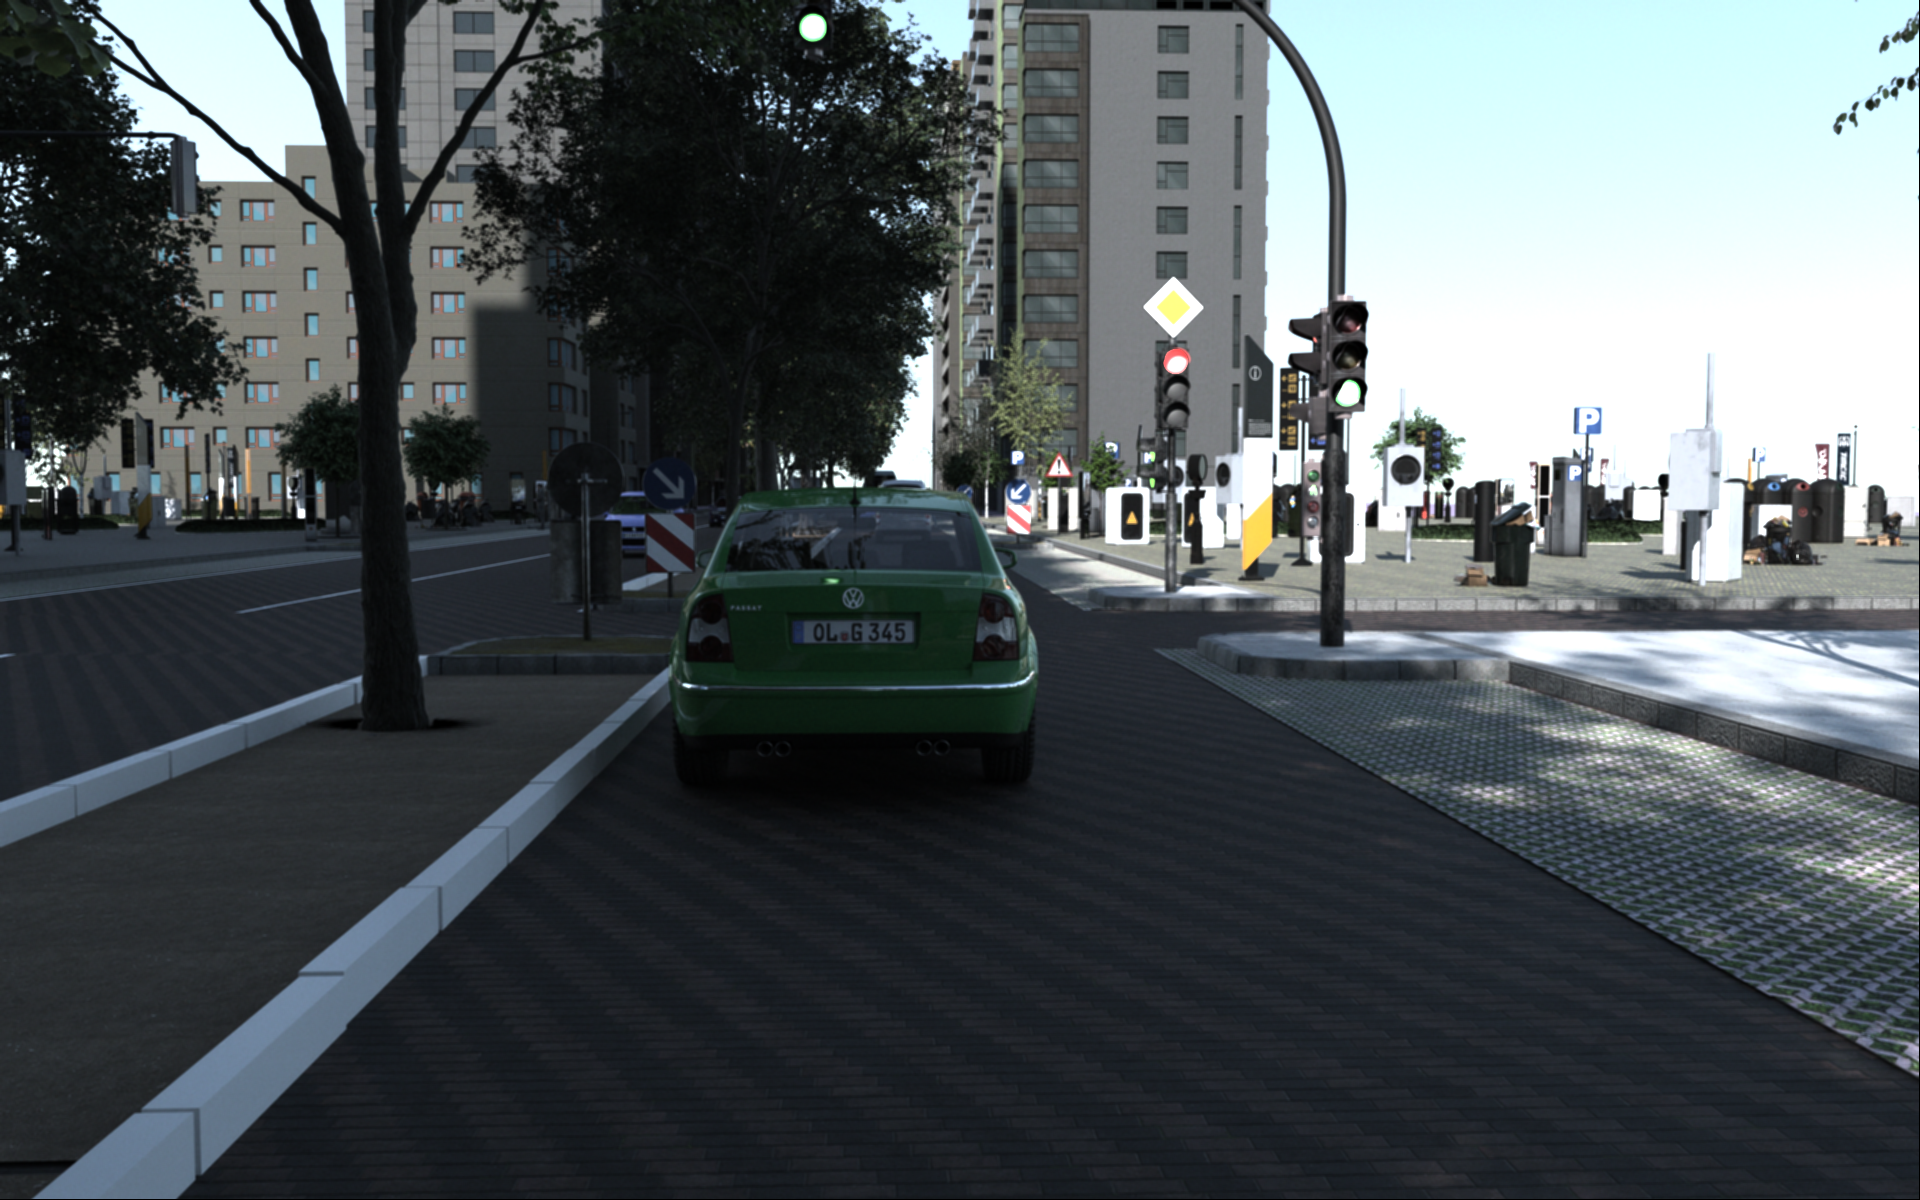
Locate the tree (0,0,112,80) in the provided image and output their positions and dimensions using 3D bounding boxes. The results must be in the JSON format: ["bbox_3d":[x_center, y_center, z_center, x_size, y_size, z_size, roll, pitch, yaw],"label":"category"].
[{"bbox_3d":[-2.716,-4.952,1.545,7.486,12.596,7.792,0,3,0],"label":"tree"}]

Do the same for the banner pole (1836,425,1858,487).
[{"bbox_3d":[32.107,-4.442,62.645,0.863,3.779,0.401,0,4,5],"label":"banner pole"}]

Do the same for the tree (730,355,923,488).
[{"bbox_3d":[-6.939,-10.348,82.010,12.009,13.543,11.850,0,3,0],"label":"tree"}]

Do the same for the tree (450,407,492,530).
[{"bbox_3d":[-18.309,-4.764,61.606,4.285,4.588,4.351,0,3,0],"label":"tree"}]

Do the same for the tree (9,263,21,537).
[{"bbox_3d":[-28.090,-6.200,51.735,4.737,8.622,4.395,0,3,0],"label":"tree"}]

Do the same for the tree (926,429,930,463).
[{"bbox_3d":[-1.613,-14.147,181.668,4.360,8.622,3.978,0,3,0],"label":"tree"}]

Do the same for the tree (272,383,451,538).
[{"bbox_3d":[-18.201,-4.098,50.716,4.285,4.588,4.351,0,3,0],"label":"tree"}]

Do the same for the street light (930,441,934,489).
[{"bbox_3d":[-1.932,-10.911,150.943,1.470,5.913,1.316,0,4,-3],"label":"street light"}]

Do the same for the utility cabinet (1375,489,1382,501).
[{"bbox_3d":[18.140,-3.939,73.085,1.173,1.500,0.318,3,5,39],"label":"utility cabinet"}]

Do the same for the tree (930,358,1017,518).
[{"bbox_3d":[1.200,-8.725,93.012,4.360,8.622,3.978,0,3,0],"label":"tree"}]

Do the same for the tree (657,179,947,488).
[{"bbox_3d":[-5.272,-8.544,59.158,9.611,12.733,9.660,0,3,0],"label":"tree"}]

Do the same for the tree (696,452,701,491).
[{"bbox_3d":[-24.754,-13.596,172.656,4.737,8.622,4.395,0,3,0],"label":"tree"}]

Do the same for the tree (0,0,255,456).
[{"bbox_3d":[-16.936,-6.845,28.932,9.611,12.733,9.660,0,3,0],"label":"tree"}]

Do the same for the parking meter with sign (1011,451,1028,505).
[{"bbox_3d":[2.426,-4.479,69.487,0.543,3.016,1.738,0,4,-6],"label":"parking meter with sign"}]

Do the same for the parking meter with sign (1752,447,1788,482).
[{"bbox_3d":[30.065,-4.132,63.812,0.543,3.016,1.738,-1,4,-22],"label":"parking meter with sign"}]

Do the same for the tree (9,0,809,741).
[{"bbox_3d":[-3.567,-5.023,10.333,9.928,11.665,9.643,0,3,0],"label":"tree"}]

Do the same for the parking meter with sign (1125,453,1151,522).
[{"bbox_3d":[6.720,-4.326,66.993,1.738,3.016,0.543,-3,4,-38],"label":"parking meter with sign"}]

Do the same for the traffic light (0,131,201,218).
[{"bbox_3d":[-12.071,-2.885,21.834,4.771,5.953,1.251,0,4,-3],"label":"traffic light"}]

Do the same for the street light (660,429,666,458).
[{"bbox_3d":[-20.374,-9.083,121.050,1.470,5.913,1.316,0,4,-3],"label":"street light"}]

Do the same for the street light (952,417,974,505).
[{"bbox_3d":[0.272,-8.105,105.053,1.470,5.913,1.316,0,4,-3],"label":"street light"}]

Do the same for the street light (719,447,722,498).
[{"bbox_3d":[-22.592,-11.885,166.853,1.470,5.913,1.316,0,4,-3],"label":"street light"}]

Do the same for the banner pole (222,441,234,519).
[{"bbox_3d":[-34.748,-5.645,82.320,0.401,3.779,0.863,2,4,28],"label":"banner pole"}]

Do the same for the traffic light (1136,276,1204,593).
[{"bbox_3d":[2.735,-2.055,22.524,0.839,4.253,0.868,0,4,-3],"label":"traffic light"}]

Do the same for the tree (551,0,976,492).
[{"bbox_3d":[-4.033,-7.781,36.325,9.857,13.997,8.962,0,3,0],"label":"tree"}]

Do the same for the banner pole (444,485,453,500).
[{"bbox_3d":[-24.092,-5.607,81.684,0.401,3.779,0.863,1,4,14],"label":"banner pole"}]

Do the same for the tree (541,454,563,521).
[{"bbox_3d":[-19.458,-5.468,83.997,1.663,3.219,1.824,0,3,0],"label":"tree"}]

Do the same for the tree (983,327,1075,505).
[{"bbox_3d":[2.983,-7.687,76.046,4.737,8.622,4.395,0,3,0],"label":"tree"}]

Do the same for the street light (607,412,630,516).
[{"bbox_3d":[-19.324,-7.673,97.988,1.470,5.913,1.316,0,4,-3],"label":"street light"}]

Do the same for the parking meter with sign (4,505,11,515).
[{"bbox_3d":[-51.585,-5.963,93.748,0.543,3.016,1.738,0,4,-1],"label":"parking meter with sign"}]

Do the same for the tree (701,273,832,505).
[{"bbox_3d":[-4.977,-5.954,50.168,4.737,8.622,4.395,0,3,0],"label":"tree"}]

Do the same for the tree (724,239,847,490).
[{"bbox_3d":[-4.490,-5.576,43.979,4.360,8.622,3.978,0,3,0],"label":"tree"}]

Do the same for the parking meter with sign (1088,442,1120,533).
[{"bbox_3d":[4.705,-3.754,57.632,0.543,3.016,1.738,2,4,29],"label":"parking meter with sign"}]

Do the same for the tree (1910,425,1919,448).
[{"bbox_3d":[26.972,-3.789,45.666,4.285,4.588,4.351,0,3,0],"label":"tree"}]

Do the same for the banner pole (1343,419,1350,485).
[{"bbox_3d":[10.353,-3.482,46.955,0.863,3.779,0.401,-2,4,-35],"label":"banner pole"}]

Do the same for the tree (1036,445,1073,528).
[{"bbox_3d":[3.557,-4.388,66.353,1.663,3.219,1.824,0,3,0],"label":"tree"}]

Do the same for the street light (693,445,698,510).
[{"bbox_3d":[-21.438,-10.465,143.644,1.470,5.913,1.316,0,4,-3],"label":"street light"}]

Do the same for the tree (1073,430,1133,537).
[{"bbox_3d":[4.386,-3.526,52.257,1.663,3.219,1.824,0,3,0],"label":"tree"}]

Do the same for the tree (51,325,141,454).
[{"bbox_3d":[-33.480,-7.067,65.903,4.360,8.622,3.978,0,3,0],"label":"tree"}]

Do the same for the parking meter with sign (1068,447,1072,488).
[{"bbox_3d":[4.858,-4.106,63.390,1.738,3.016,0.543,1,4,9],"label":"parking meter with sign"}]

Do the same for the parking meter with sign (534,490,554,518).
[{"bbox_3d":[-21.950,-5.902,92.751,1.738,3.016,0.543,1,4,12],"label":"parking meter with sign"}]

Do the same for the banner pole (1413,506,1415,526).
[{"bbox_3d":[17.879,-4.824,68.883,0.401,3.779,0.863,-3,5,-39],"label":"banner pole"}]

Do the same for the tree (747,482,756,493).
[{"bbox_3d":[-26.094,-13.488,215.127,1.663,3.219,1.824,0,3,0],"label":"tree"}]

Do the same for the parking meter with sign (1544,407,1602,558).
[{"bbox_3d":[12.512,-2.405,35.578,0.543,3.016,1.738,0,4,-4],"label":"parking meter with sign"}]

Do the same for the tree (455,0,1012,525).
[{"bbox_3d":[-3.572,-5.460,26.138,8.767,10.594,7.601,0,4,-3],"label":"tree"}]

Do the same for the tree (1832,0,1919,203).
[{"bbox_3d":[6.475,-3.663,10.250,4.360,8.622,3.978,0,3,0],"label":"tree"}]

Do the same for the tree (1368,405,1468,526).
[{"bbox_3d":[16.614,-4.857,63.133,4.285,4.588,4.351,0,3,0],"label":"tree"}]

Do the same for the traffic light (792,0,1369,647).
[{"bbox_3d":[1.033,-2.424,14.307,4.771,5.953,1.251,0,4,-3],"label":"traffic light"}]

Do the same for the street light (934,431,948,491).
[{"bbox_3d":[-0.949,-9.498,127.831,1.470,5.913,1.316,0,4,-3],"label":"street light"}]

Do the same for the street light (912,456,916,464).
[{"bbox_3d":[-4.783,-14.595,211.172,1.470,5.913,1.316,0,4,-3],"label":"street light"}]

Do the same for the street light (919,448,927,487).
[{"bbox_3d":[-3.149,-12.329,174.120,1.470,5.913,1.316,0,4,-3],"label":"street light"}]

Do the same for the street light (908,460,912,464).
[{"bbox_3d":[-5.865,-15.977,233.765,1.470,5.913,1.316,0,4,-3],"label":"street light"}]

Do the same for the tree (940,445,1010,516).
[{"bbox_3d":[1.143,-7.150,100.618,4.285,4.588,4.351,0,3,0],"label":"tree"}]
